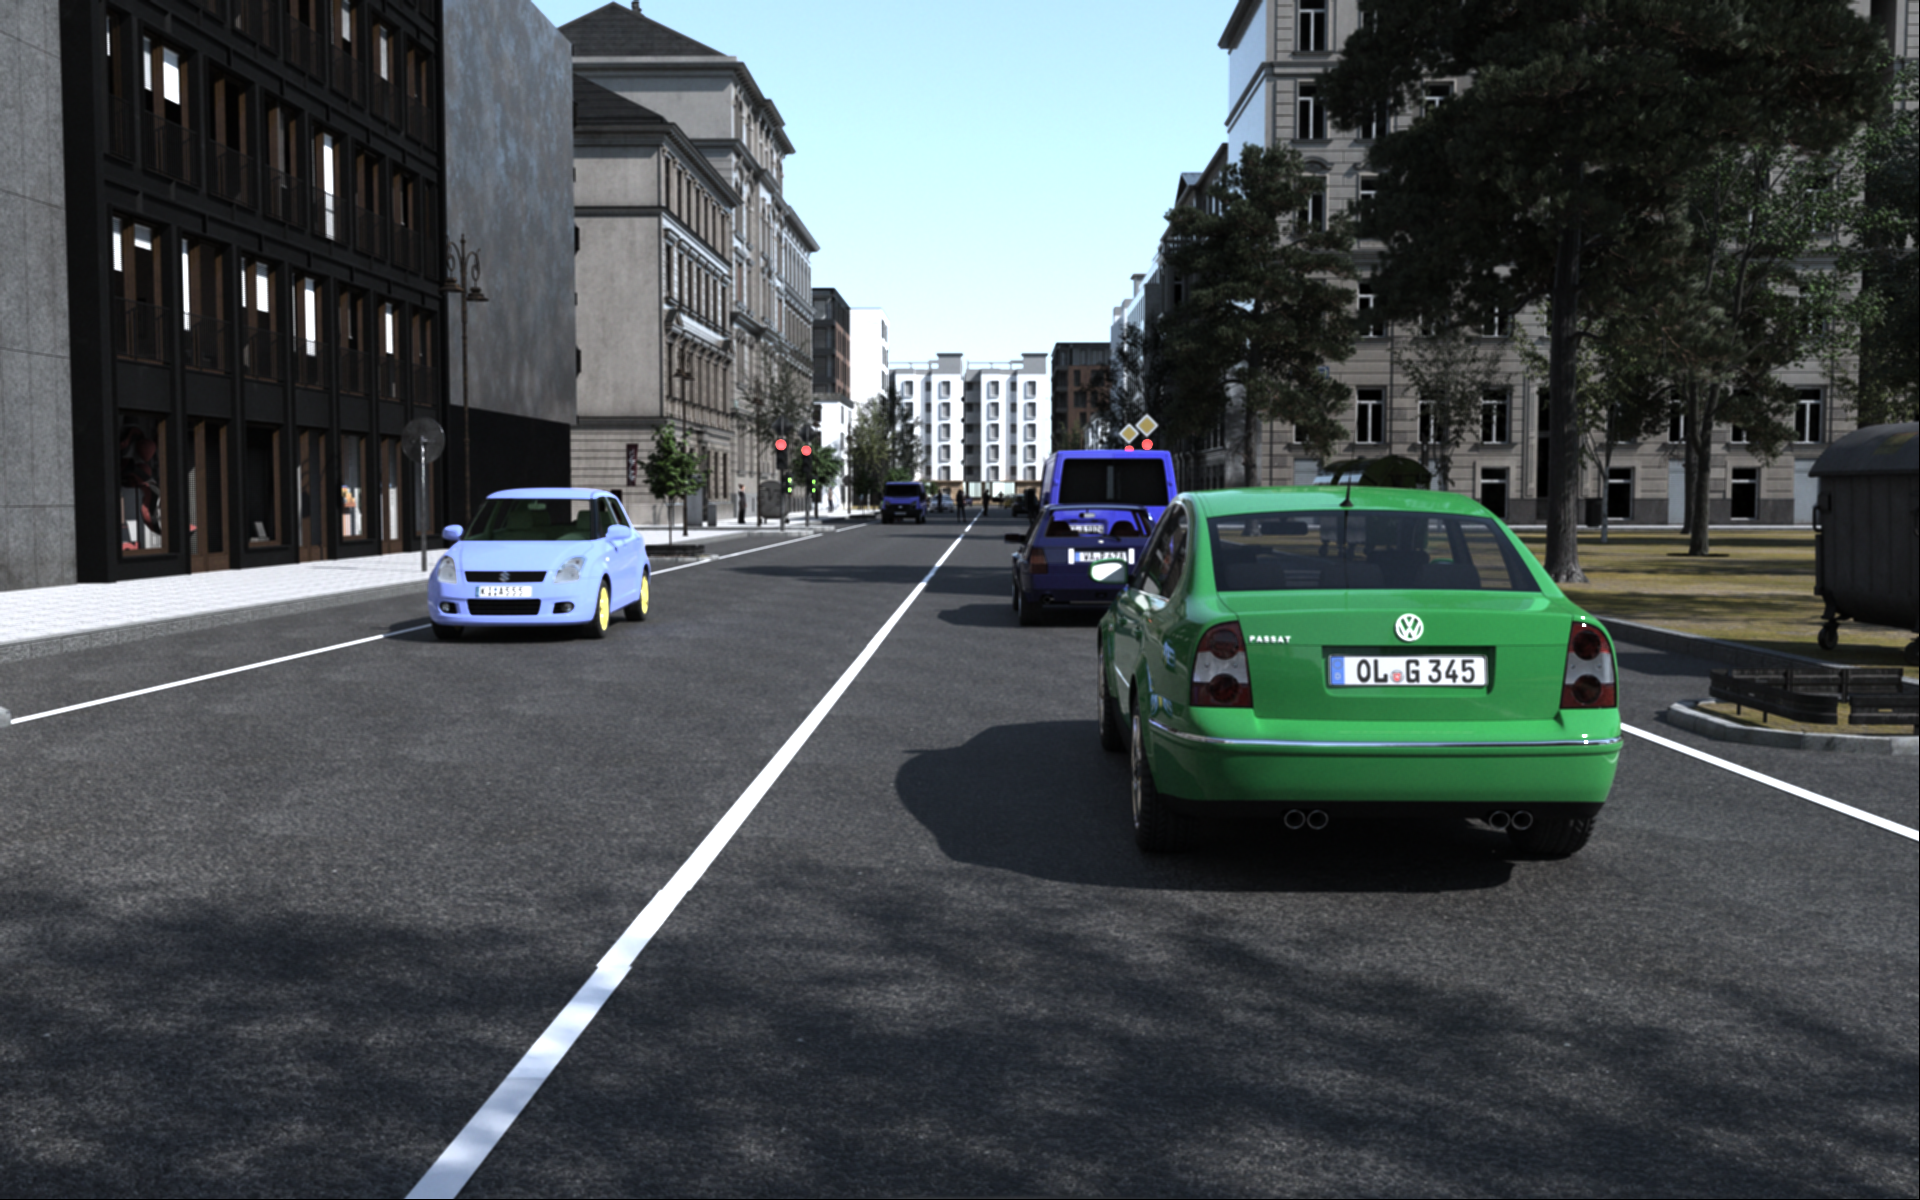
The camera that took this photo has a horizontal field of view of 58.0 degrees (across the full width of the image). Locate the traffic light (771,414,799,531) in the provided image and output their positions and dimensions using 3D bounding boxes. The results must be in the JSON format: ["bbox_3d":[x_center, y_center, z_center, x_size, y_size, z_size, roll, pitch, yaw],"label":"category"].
[{"bbox_3d":[-6.145,-4.330,60.047,0.839,4.213,0.868,0,4,1],"label":"traffic light"}]

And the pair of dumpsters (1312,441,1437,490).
[{"bbox_3d":[8.007,-1.909,33.702,1.574,2.255,4.436,0,4,1],"label":"pair of dumpsters"}]

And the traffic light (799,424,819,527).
[{"bbox_3d":[-5.980,-4.819,68.030,0.839,4.213,0.868,0,4,1],"label":"traffic light"}]

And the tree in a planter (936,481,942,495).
[{"bbox_3d":[-3.043,-12.206,196.785,1.991,3.239,1.994,0,4,1],"label":"tree in a planter"}]

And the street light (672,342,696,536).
[{"bbox_3d":[-8.405,-4.895,52.825,0.468,5.910,1.993,0,4,1],"label":"street light"}]

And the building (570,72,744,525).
[{"bbox_3d":[-16.609,-13.180,80.115,10.561,19.102,19.286,0,4,1],"label":"building"}]

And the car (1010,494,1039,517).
[{"bbox_3d":[4.196,-6.140,110.167,2.009,1.686,4.222,0,4,0],"label":"car"}]

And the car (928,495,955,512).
[{"bbox_3d":[-1.436,-7.598,136.585,2.083,1.381,4.827,0,4,0],"label":"car"}]

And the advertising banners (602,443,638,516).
[{"bbox_3d":[-12.018,-3.931,60.457,2.074,3.025,0.090,2,4,30],"label":"advertising banners"}]

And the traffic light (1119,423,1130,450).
[{"bbox_3d":[6.579,-4.804,67.788,0.839,4.213,0.868,0,4,1],"label":"traffic light"}]

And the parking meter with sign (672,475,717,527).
[{"bbox_3d":[-10.433,-4.384,67.931,1.738,3.016,0.543,0,4,-8],"label":"parking meter with sign"}]

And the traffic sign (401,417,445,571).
[{"bbox_3d":[-8.888,-1.746,28.659,0.768,2.556,0.104,1,4,9],"label":"traffic sign"}]

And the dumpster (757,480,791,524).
[{"bbox_3d":[-7.971,-4.174,74.008,1.264,1.857,1.865,0,4,1],"label":"dumpster"}]

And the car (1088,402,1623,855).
[{"bbox_3d":[1.620,0.033,8.264,1.959,1.807,4.718,0,4,1],"label":"car"}]

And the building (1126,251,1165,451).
[{"bbox_3d":[18.676,-17.060,133.688,10.420,20.320,16.860,0,4,1],"label":"building"}]

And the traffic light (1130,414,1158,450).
[{"bbox_3d":[6.414,-4.316,59.805,0.839,4.213,0.868,0,4,1],"label":"traffic light"}]

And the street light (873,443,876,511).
[{"bbox_3d":[-6.680,-9.890,134.486,0.468,5.910,1.993,0,4,1],"label":"street light"}]

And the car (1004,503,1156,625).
[{"bbox_3d":[1.501,-0.467,20.221,1.945,1.354,3.894,0,4,0],"label":"car"}]

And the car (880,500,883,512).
[{"bbox_3d":[-4.748,-7.043,123.942,1.959,1.807,4.718,0,4,0],"label":"car"}]

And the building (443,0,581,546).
[{"bbox_3d":[-20.561,-11.068,48.411,16.811,18.784,16.820,0,4,1],"label":"building"}]

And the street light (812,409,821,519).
[{"bbox_3d":[-7.511,-7.208,90.646,0.468,5.910,1.993,0,4,1],"label":"street light"}]

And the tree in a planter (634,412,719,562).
[{"bbox_3d":[-6.321,-2.475,37.688,1.991,3.239,1.994,0,4,1],"label":"tree in a planter"}]

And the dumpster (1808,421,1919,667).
[{"bbox_3d":[7.641,-0.473,13.500,1.264,1.857,1.865,0,4,1],"label":"dumpster"}]

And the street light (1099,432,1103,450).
[{"bbox_3d":[9.805,-8.999,119.919,0.468,5.910,1.993,0,4,1],"label":"street light"}]

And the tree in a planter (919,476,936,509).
[{"bbox_3d":[-3.586,-10.558,169.847,1.991,3.239,1.994,0,4,1],"label":"tree in a planter"}]

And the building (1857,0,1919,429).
[{"bbox_3d":[49.627,-16.987,75.007,25.104,27.353,12.463,0,4,1],"label":"building"}]

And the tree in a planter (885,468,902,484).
[{"bbox_3d":[-4.629,-7.491,119.703,1.991,3.239,1.994,0,4,1],"label":"tree in a planter"}]

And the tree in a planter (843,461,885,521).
[{"bbox_3d":[-5.186,-5.840,92.708,1.991,3.239,1.994,0,4,1],"label":"tree in a planter"}]

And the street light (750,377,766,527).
[{"bbox_3d":[-7.954,-5.843,68.314,0.468,5.910,1.993,0,4,1],"label":"street light"}]

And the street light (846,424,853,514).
[{"bbox_3d":[-7.176,-8.534,112.315,0.468,5.910,1.993,0,4,1],"label":"street light"}]

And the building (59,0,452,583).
[{"bbox_3d":[-18.225,-12.386,32.188,12.332,23.373,15.834,0,4,1],"label":"building"}]

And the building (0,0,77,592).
[{"bbox_3d":[-18.716,-11.986,13.992,12.078,24.808,19.932,0,4,1],"label":"building"}]

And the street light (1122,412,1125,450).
[{"bbox_3d":[9.255,-7.674,98.254,0.468,5.910,1.993,0,4,1],"label":"street light"}]

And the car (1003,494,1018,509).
[{"bbox_3d":[5.179,-9.750,169.630,2.015,1.641,3.980,0,4,1],"label":"car"}]

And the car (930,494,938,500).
[{"bbox_3d":[-2.751,-12.483,216.103,2.014,1.417,4.499,0,4,1],"label":"car"}]

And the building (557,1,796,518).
[{"bbox_3d":[-17.752,-19.219,101.624,14.401,28.519,23.554,0,4,1],"label":"building"}]

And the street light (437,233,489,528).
[{"bbox_3d":[-8.822,-3.555,30.911,0.468,5.910,1.993,0,4,1],"label":"street light"}]

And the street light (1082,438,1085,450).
[{"bbox_3d":[10.142,-10.371,142.348,0.468,5.910,1.993,0,4,1],"label":"street light"}]

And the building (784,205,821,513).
[{"bbox_3d":[-16.360,-18.017,123.462,11.050,23.489,19.941,0,4,1],"label":"building"}]

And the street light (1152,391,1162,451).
[{"bbox_3d":[8.774,-6.349,76.588,0.468,5.910,1.993,0,4,1],"label":"street light"}]

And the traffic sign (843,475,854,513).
[{"bbox_3d":[-7.451,-7.058,115.498,0.768,2.556,0.104,0,4,4],"label":"traffic sign"}]

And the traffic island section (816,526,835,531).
[{"bbox_3d":[-6.020,-2.806,68.165,2.009,0.180,2.903,0,4,1],"label":"traffic island section"}]

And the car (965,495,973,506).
[{"bbox_3d":[0.547,-11.564,201.654,1.945,1.354,3.894,0,4,1],"label":"car"}]

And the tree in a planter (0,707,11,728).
[{"bbox_3d":[-6.883,-0.792,10.180,1.991,3.239,1.994,0,4,1],"label":"tree in a planter"}]

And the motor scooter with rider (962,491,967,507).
[{"bbox_3d":[0.311,-10.115,174.350,0.876,1.779,1.986,0,4,2],"label":"motor scooter with rider"}]

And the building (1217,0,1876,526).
[{"bbox_3d":[24.531,-17.025,75.627,25.104,27.353,12.463,0,4,1],"label":"building"}]

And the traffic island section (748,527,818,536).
[{"bbox_3d":[-6.185,-2.318,60.181,2.009,0.180,2.903,0,4,1],"label":"traffic island section"}]

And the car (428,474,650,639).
[{"bbox_3d":[-4.364,-0.530,18.254,1.945,1.707,3.694,0,4,-1],"label":"car"}]
